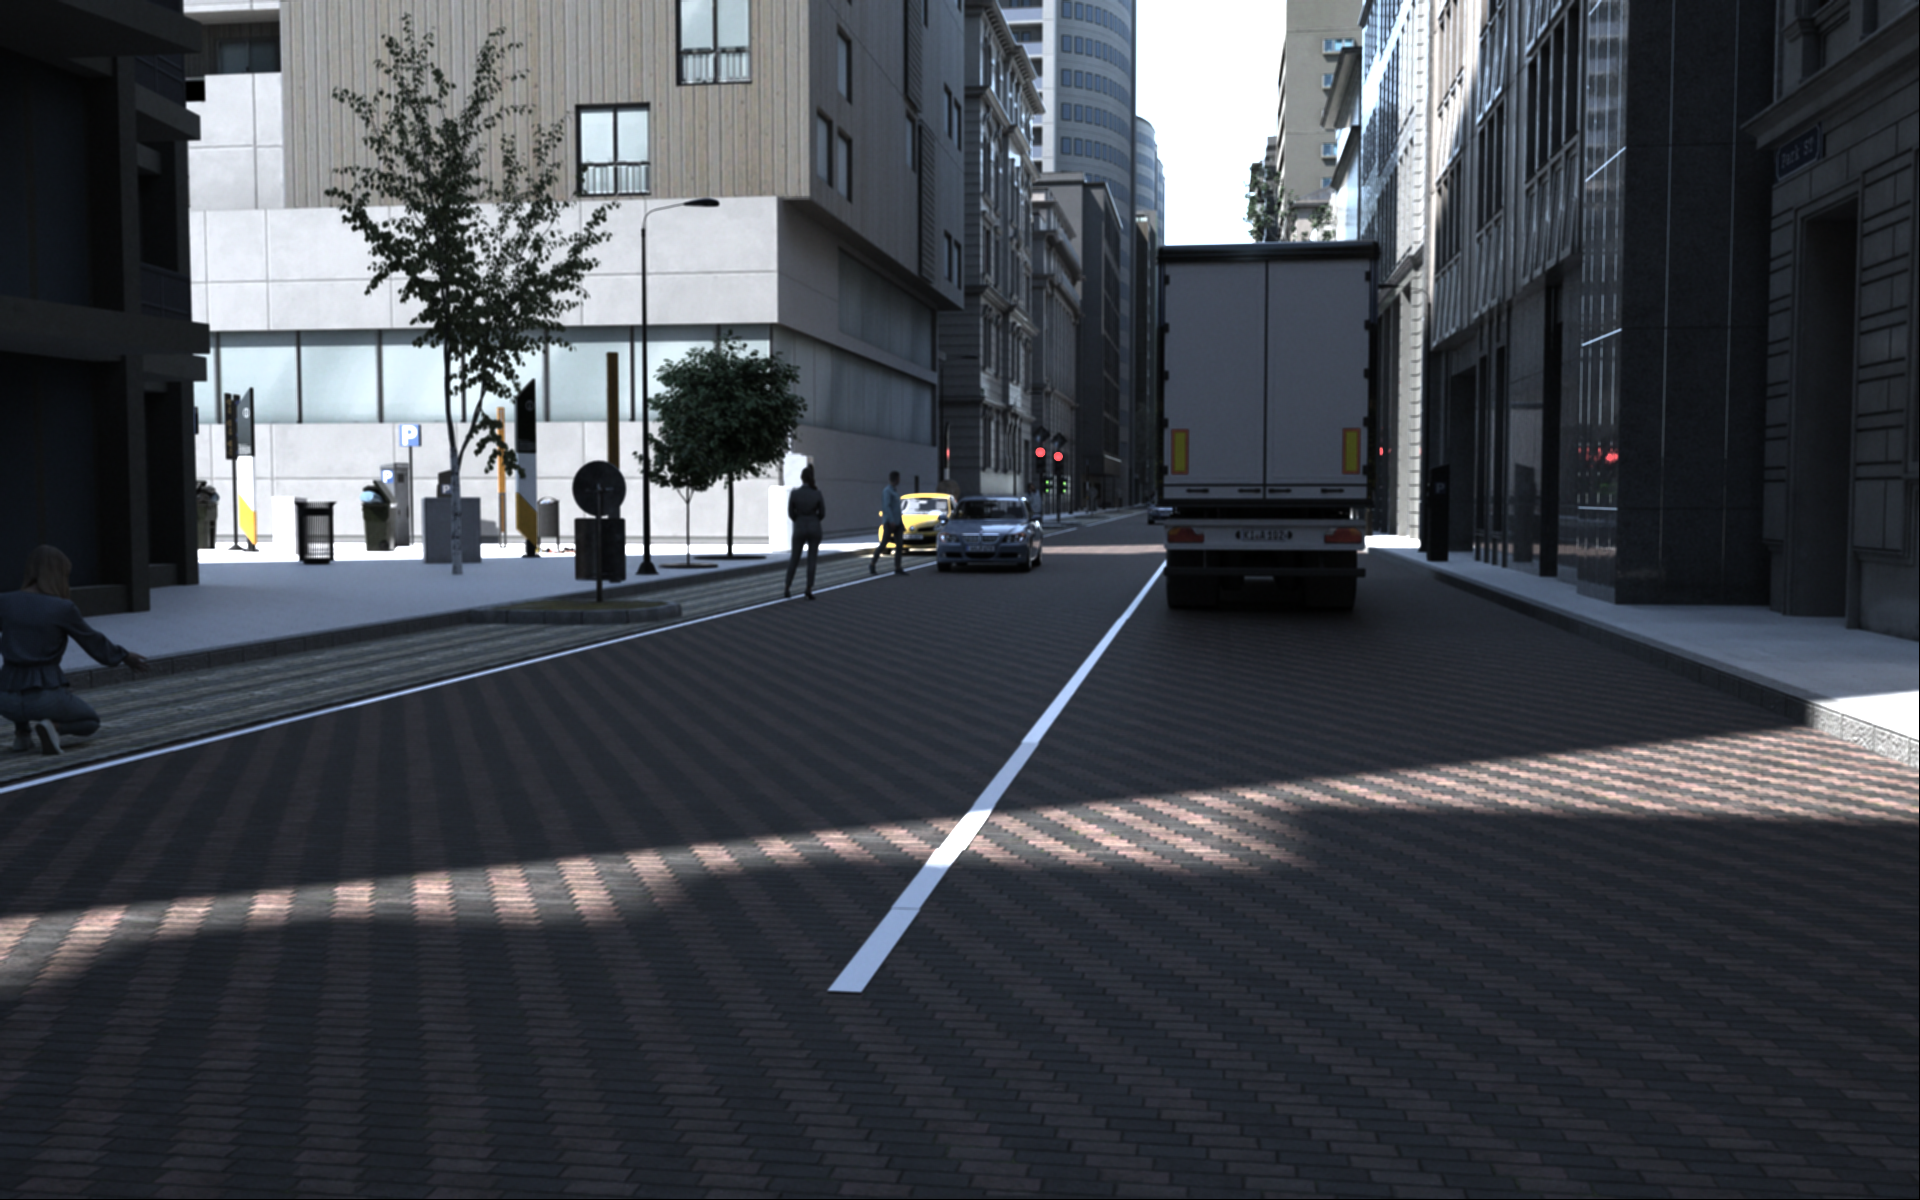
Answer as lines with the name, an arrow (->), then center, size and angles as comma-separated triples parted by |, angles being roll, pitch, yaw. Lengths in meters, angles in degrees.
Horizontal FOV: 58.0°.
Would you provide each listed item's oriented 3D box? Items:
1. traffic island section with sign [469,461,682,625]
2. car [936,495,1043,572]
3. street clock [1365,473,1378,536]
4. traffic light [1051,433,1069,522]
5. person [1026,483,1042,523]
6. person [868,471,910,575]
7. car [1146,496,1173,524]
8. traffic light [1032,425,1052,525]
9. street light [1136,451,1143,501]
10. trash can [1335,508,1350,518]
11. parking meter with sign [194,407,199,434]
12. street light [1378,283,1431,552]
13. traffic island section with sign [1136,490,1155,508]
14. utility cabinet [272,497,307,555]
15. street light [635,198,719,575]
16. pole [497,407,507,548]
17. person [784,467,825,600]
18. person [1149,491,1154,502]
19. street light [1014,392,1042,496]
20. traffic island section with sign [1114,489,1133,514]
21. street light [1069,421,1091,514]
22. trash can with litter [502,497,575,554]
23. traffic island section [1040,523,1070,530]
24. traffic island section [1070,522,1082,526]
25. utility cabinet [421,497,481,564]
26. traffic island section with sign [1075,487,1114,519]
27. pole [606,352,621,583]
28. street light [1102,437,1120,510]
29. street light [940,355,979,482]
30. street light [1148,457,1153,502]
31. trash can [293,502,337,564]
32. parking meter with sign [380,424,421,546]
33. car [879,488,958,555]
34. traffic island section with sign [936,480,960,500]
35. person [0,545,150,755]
traffic island section with sign -> -4.293, -0.686, 19.848 | 1.989, 1.847, 2.006 | 1, 4, 8
car -> 0.625, -1.317, 33.530 | 2.014, 1.417, 4.499 | 0, 4, 7
street clock -> 12.390, -2.930, 52.483 | 0.471, 2.002, 0.358 | -1, 4, -16
traffic light -> 4.504, -5.491, 78.703 | 0.839, 4.253, 0.868 | 1, 4, 8
person -> 2.389, -2.879, 55.835 | 0.793, 1.790, 0.793 | 2, 4, 23
person -> -1.242, -1.364, 30.660 | 0.748, 1.841, 0.638 | 2, 4, 30
car -> 10.005, -4.385, 83.701 | 2.014, 1.417, 4.499 | 1, 4, 8
traffic light -> 3.332, -5.008, 70.804 | 0.839, 4.253, 0.868 | 1, 4, 8
street light -> 18.793, -13.047, 185.859 | 1.470, 5.913, 1.316 | 1, 4, 8
trash can -> 14.577, -3.327, 66.043 | 0.748, 1.137, 0.748 | 0, 3, 0
parking meter with sign -> -15.733, -2.302, 33.895 | 0.543, 3.016, 1.738 | 1, 4, 19
street light -> 9.766, -4.018, 38.240 | 1.470, 5.913, 1.316 | 1, 4, 8
traffic island section with sign -> 19.102, -10.331, 177.536 | 1.989, 1.847, 2.006 | 1, 4, 8
utility cabinet -> -14.228, -1.568, 36.806 | 1.020, 1.237, 0.306 | 3, 5, 43
street light -> -4.470, -3.357, 27.431 | 1.470, 5.913, 1.316 | 1, 4, 8
pole -> -10.824, -2.878, 40.898 | 0.158, 3.312, 0.155 | 0, 3, 0
person -> -2.120, -0.907, 23.610 | 0.520, 1.790, 0.573 | -1, 4, -17
person -> 21.525, -11.341, 194.375 | 0.568, 1.767, 0.683 | 1, 4, 17
street light -> 3.035, -6.500, 78.811 | 1.470, 5.913, 1.316 | 1, 4, 8
traffic island section with sign -> 11.725, -7.281, 127.673 | 1.989, 1.847, 2.006 | 1, 4, 8
street light -> 7.615, -8.421, 110.222 | 1.470, 5.913, 1.316 | 1, 4, 8
trash can with litter -> -8.666, -1.620, 37.550 | 2.233, 1.210, 1.678 | 1, 4, 23
traffic island section -> 3.294, -2.976, 70.945 | 2.009, 0.180, 2.903 | 1, 4, 8
traffic island section -> 4.466, -3.460, 78.844 | 2.009, 0.180, 2.903 | 1, 4, 8
utility cabinet -> -9.479, -1.291, 32.277 | 1.020, 1.237, 0.306 | -2, 4, -30
traffic island section with sign -> 7.753, -5.650, 101.011 | 1.989, 1.847, 2.006 | 1, 4, 8
pole -> -5.013, -1.908, 25.047 | 0.158, 3.312, 0.155 | 0, 3, 0
street light -> 12.342, -10.340, 141.593 | 1.470, 5.913, 1.316 | 1, 4, 8
street light -> -0.076, -5.235, 58.139 | 1.470, 5.913, 1.316 | 1, 4, 8
street light -> 23.394, -14.923, 216.537 | 1.470, 5.913, 1.316 | 1, 4, 8
trash can -> -11.820, -1.231, 31.783 | 0.748, 1.137, 0.748 | 0, 3, 0
parking meter with sign -> -13.944, -2.837, 42.646 | 0.543, 3.016, 1.738 | 1, 4, 12
car -> -0.838, -1.917, 41.573 | 2.015, 1.641, 3.980 | 0, 4, 8
traffic island section with sign -> -0.332, -2.317, 46.512 | 1.989, 1.847, 2.006 | 1, 4, 8
person -> -5.195, 0.264, 9.682 | 1.012, 1.151, 0.738 | 0, 4, -4
